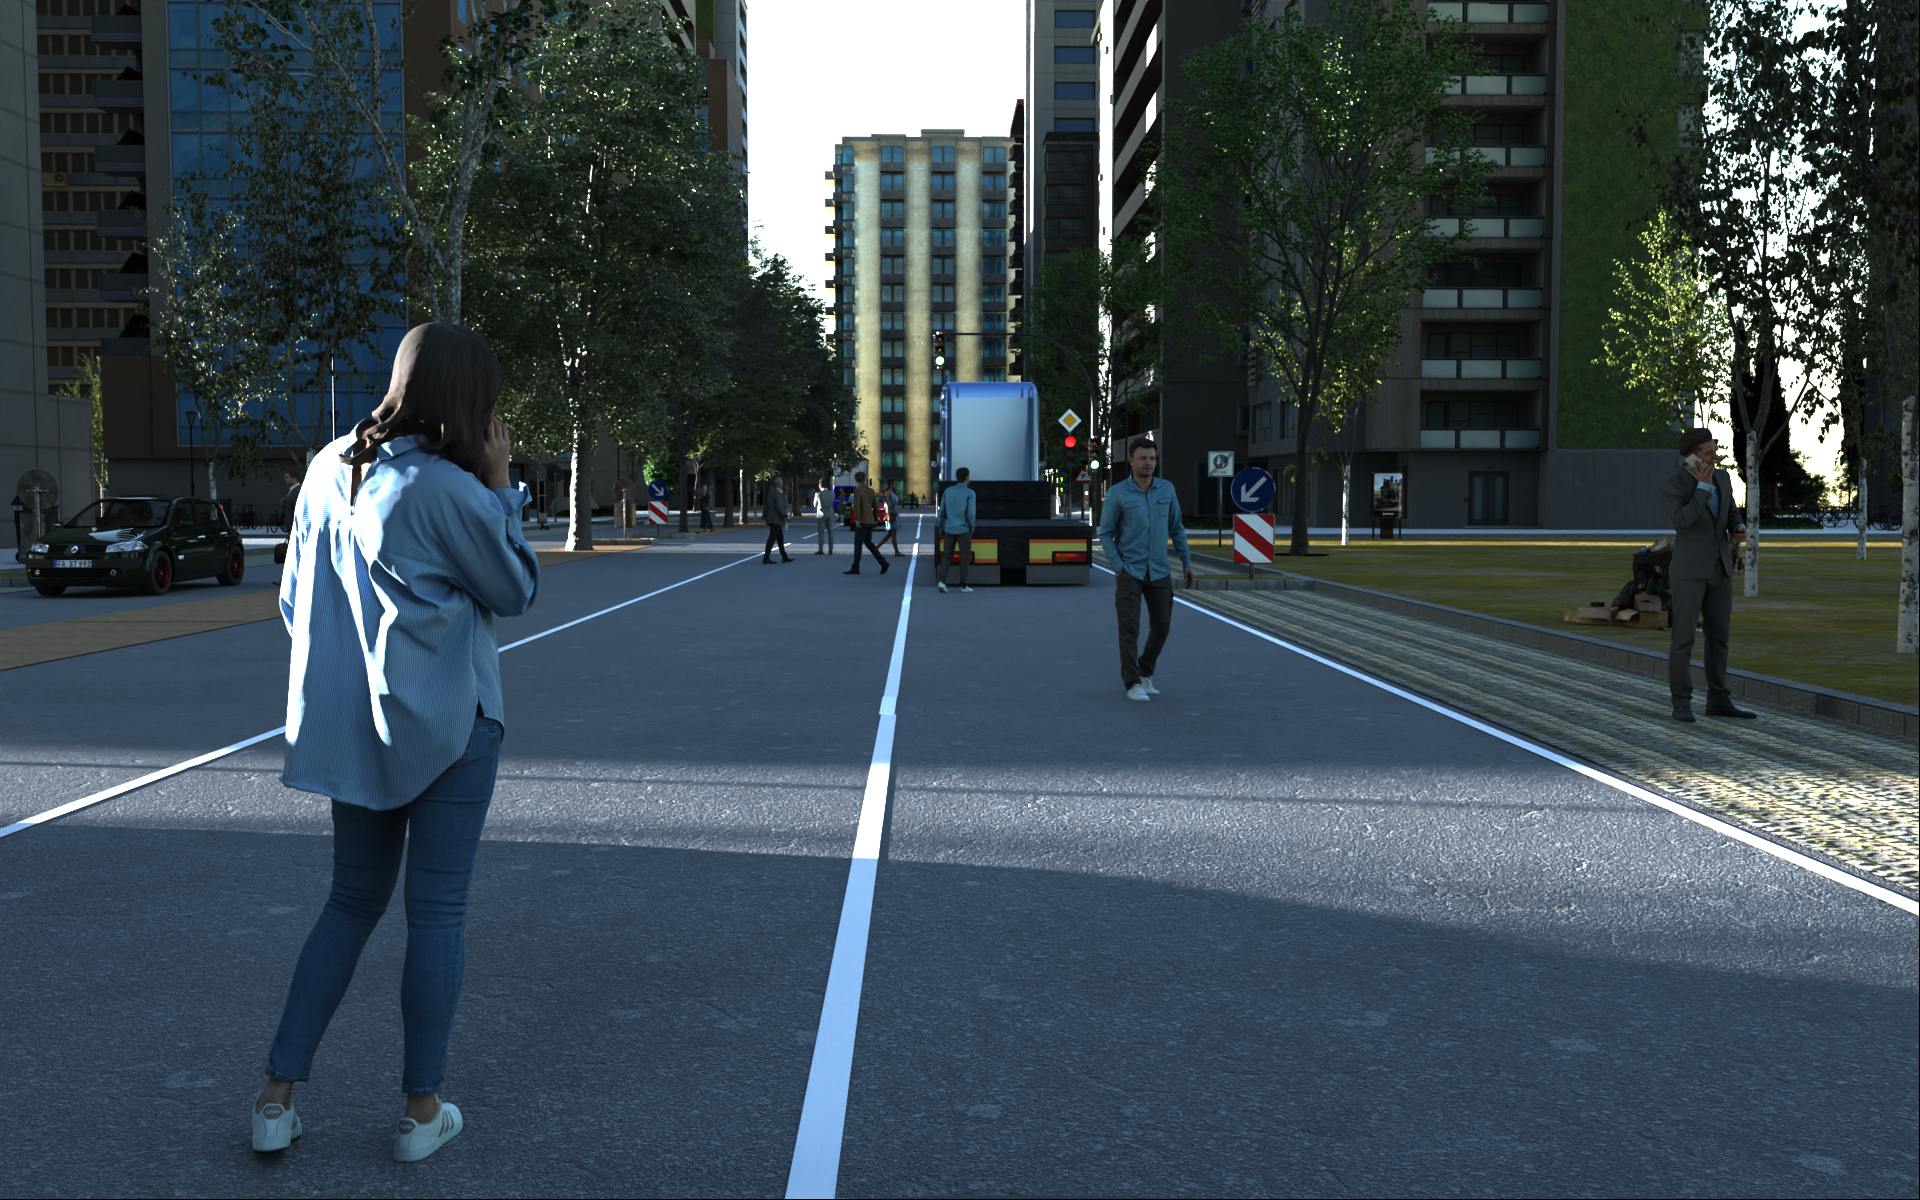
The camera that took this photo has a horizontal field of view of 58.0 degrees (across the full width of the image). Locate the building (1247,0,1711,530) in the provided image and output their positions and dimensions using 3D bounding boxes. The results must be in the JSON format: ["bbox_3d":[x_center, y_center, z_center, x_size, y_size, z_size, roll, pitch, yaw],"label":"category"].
[{"bbox_3d":[19.454,-23.494,67.719,14.086,41.232,14.154,0,4,-1],"label":"building"}]

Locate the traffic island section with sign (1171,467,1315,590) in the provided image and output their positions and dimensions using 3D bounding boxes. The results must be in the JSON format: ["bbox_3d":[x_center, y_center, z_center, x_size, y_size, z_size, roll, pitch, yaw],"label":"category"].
[{"bbox_3d":[4.240,-1.095,26.533,1.989,1.847,2.006,0,4,-1],"label":"traffic island section with sign"}]

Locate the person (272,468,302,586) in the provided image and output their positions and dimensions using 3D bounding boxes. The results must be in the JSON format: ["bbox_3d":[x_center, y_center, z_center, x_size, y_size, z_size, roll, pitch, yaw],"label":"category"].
[{"bbox_3d":[-10.216,-1.117,26.732,0.822,1.834,0.622,-3,4,-36],"label":"person"}]

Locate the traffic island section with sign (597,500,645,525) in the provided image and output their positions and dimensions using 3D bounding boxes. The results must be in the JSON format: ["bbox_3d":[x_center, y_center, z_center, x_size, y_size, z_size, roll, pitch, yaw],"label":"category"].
[{"bbox_3d":[-15.894,-4.451,81.402,1.989,1.847,2.006,0,4,-1],"label":"traffic island section with sign"}]

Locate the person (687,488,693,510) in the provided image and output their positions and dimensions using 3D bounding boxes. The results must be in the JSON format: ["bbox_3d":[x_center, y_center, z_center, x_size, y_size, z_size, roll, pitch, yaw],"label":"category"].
[{"bbox_3d":[-21.794,-8.136,139.521,0.568,1.767,0.683,1,4,21],"label":"person"}]

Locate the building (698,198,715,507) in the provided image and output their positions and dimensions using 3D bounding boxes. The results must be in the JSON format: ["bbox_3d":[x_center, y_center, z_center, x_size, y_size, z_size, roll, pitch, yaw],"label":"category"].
[{"bbox_3d":[-30.853,-23.831,161.343,14.160,30.474,14.107,0,4,-1],"label":"building"}]

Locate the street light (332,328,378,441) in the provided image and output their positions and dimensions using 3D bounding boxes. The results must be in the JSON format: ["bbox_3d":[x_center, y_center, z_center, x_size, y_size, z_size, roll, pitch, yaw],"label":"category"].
[{"bbox_3d":[-16.931,-4.640,48.412,1.470,5.913,1.316,0,4,-1],"label":"street light"}]

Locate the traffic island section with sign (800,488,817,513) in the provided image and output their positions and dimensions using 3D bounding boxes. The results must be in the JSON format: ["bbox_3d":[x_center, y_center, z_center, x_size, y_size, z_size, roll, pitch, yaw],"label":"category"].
[{"bbox_3d":[-11.277,-7.550,131.576,2.006,1.907,1.989,0,4,-1],"label":"traffic island section with sign"}]

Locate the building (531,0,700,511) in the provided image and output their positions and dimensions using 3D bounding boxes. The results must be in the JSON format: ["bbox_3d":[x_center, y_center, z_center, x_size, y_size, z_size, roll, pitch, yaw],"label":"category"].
[{"bbox_3d":[-33.682,-31.743,142.699,21.300,48.544,21.600,0,4,-1],"label":"building"}]

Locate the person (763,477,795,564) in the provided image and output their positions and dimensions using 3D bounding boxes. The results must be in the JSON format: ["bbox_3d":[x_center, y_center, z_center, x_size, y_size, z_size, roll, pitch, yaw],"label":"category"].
[{"bbox_3d":[-3.721,-1.643,35.757,0.834,1.777,0.661,-3,4,-36],"label":"person"}]

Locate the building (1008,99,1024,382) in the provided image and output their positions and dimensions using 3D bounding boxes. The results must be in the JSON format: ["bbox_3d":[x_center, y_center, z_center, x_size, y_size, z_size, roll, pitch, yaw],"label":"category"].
[{"bbox_3d":[16.610,-32.782,190.602,22.147,44.769,28.867,0,4,-1],"label":"building"}]

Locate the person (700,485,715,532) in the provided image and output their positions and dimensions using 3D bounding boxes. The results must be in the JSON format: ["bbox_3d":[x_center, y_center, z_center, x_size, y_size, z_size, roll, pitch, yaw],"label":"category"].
[{"bbox_3d":[-9.513,-3.423,64.882,0.576,1.772,0.534,2,4,28],"label":"person"}]

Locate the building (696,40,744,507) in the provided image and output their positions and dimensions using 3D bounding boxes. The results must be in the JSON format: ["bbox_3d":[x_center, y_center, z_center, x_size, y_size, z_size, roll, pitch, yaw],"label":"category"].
[{"bbox_3d":[-29.565,-32.141,175.618,14.600,45.320,14.200,0,4,-1],"label":"building"}]

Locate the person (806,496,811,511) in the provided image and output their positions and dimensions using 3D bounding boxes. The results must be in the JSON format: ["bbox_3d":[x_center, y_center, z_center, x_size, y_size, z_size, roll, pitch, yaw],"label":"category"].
[{"bbox_3d":[-12.886,-8.358,148.346,0.799,1.438,0.628,2,4,25],"label":"person"}]

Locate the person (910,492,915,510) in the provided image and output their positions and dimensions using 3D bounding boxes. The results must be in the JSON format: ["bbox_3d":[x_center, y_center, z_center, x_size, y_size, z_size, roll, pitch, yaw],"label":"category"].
[{"bbox_3d":[-4.203,-8.770,153.352,0.415,1.643,0.593,0,4,0],"label":"person"}]

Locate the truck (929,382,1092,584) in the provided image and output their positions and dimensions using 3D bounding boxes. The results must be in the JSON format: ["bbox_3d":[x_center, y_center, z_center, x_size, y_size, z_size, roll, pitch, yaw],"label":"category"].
[{"bbox_3d":[0.756,-2.817,35.818,2.967,4.110,18.799,0,4,0],"label":"truck"}]

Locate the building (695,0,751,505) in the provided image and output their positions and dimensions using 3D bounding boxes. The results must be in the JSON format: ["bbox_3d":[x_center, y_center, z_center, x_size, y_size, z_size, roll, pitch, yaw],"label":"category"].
[{"bbox_3d":[-37.982,-39.793,192.615,28.212,58.520,21.231,0,4,-1],"label":"building"}]

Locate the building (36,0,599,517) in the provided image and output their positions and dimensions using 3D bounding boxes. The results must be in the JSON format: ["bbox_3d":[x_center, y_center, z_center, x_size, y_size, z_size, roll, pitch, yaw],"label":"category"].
[{"bbox_3d":[-38.917,-25.055,101.529,32.217,40.220,23.993,0,4,-1],"label":"building"}]

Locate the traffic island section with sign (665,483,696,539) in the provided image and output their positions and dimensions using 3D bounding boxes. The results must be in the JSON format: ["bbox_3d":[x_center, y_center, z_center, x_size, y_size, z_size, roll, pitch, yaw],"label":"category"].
[{"bbox_3d":[-9.738,-2.955,56.453,2.006,1.907,1.989,0,4,-1],"label":"traffic island section with sign"}]

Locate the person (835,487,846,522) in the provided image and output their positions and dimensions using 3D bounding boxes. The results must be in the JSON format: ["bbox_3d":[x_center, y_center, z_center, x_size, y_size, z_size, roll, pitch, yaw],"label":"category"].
[{"bbox_3d":[-6.066,-4.889,88.544,0.767,1.812,0.694,-1,4,-14],"label":"person"}]

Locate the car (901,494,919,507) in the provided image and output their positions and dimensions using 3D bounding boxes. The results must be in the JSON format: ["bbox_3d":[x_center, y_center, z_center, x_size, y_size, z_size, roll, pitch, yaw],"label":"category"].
[{"bbox_3d":[-5.353,-10.861,186.368,1.959,1.807,4.718,0,4,-2],"label":"car"}]

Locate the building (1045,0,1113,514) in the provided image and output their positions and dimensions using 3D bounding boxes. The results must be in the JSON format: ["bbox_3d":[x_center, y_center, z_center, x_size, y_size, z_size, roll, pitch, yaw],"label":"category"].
[{"bbox_3d":[22.451,-26.192,120.114,32.217,40.220,23.993,0,4,-1],"label":"building"}]

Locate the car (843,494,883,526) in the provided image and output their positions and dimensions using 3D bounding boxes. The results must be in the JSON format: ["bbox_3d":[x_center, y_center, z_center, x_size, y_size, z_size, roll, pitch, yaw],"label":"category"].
[{"bbox_3d":[-4.387,-4.296,79.038,1.959,1.807,4.718,0,4,-2],"label":"car"}]

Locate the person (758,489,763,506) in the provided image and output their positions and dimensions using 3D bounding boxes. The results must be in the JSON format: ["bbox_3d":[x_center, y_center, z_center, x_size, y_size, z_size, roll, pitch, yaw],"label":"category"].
[{"bbox_3d":[-21.706,-11.218,189.087,1.348,1.869,0.705,3,5,40],"label":"person"}]

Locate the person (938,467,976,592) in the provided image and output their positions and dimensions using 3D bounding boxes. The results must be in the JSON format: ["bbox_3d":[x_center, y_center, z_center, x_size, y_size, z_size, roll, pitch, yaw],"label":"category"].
[{"bbox_3d":[-0.072,-1.024,25.255,0.660,1.820,0.620,2,4,27],"label":"person"}]

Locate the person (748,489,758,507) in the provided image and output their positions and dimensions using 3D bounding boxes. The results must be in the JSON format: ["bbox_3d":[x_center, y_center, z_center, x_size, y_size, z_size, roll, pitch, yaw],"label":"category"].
[{"bbox_3d":[-20.080,-9.857,167.730,1.217,1.766,0.721,-1,4,-15],"label":"person"}]

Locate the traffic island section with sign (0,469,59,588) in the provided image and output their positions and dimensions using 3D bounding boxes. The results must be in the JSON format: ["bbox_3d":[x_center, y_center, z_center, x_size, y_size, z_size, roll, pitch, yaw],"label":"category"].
[{"bbox_3d":[-14.792,-1.142,27.301,1.989,1.847,2.006,0,4,-1],"label":"traffic island section with sign"}]

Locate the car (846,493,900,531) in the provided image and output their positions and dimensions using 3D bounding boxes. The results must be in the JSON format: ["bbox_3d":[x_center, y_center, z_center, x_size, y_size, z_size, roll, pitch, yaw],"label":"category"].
[{"bbox_3d":[-3.428,-3.623,68.270,2.155,1.783,4.494,0,4,-3],"label":"car"}]

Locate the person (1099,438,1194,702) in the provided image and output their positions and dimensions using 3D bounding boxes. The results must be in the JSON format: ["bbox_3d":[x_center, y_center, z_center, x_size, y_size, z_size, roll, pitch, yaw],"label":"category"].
[{"bbox_3d":[1.285,-0.225,12.200,0.660,1.820,0.620,-1,4,-21],"label":"person"}]

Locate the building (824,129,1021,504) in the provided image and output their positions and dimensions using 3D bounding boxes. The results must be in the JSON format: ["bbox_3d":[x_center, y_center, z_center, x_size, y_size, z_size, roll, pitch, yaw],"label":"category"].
[{"bbox_3d":[-2.391,-37.327,229.897,30.456,49.044,23.786,0,4,-1],"label":"building"}]

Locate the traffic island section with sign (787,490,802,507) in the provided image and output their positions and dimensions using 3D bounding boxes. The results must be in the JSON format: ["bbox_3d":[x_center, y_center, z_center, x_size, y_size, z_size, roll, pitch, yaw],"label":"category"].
[{"bbox_3d":[-18.030,-10.870,186.353,1.989,1.847,2.006,0,4,-1],"label":"traffic island section with sign"}]

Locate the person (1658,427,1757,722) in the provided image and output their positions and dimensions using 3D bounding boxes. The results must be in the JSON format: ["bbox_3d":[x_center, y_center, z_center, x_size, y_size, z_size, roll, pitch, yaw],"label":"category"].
[{"bbox_3d":[4.736,-0.159,10.905,0.655,1.846,0.447,-1,4,-21],"label":"person"}]

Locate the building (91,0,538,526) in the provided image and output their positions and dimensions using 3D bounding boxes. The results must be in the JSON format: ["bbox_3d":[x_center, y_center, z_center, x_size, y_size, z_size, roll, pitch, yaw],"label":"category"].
[{"bbox_3d":[-26.980,-25.960,74.564,14.600,45.320,14.200,0,4,-1],"label":"building"}]

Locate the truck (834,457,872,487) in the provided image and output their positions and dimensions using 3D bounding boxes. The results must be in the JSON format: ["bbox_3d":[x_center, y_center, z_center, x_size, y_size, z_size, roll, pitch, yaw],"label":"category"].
[{"bbox_3d":[-8.575,-9.132,138.223,2.839,4.237,11.283,0,4,-1],"label":"truck"}]

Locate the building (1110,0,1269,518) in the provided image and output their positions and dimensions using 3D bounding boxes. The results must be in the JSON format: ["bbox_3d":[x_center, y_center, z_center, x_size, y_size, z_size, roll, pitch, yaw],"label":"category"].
[{"bbox_3d":[19.167,-28.165,84.201,21.300,48.544,21.600,0,4,-1],"label":"building"}]

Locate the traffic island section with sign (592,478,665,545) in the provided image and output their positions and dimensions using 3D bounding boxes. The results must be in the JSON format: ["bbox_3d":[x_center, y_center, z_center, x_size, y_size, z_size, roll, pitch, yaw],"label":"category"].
[{"bbox_3d":[-9.597,-2.502,49.047,2.006,1.907,1.989,0,4,-1],"label":"traffic island section with sign"}]

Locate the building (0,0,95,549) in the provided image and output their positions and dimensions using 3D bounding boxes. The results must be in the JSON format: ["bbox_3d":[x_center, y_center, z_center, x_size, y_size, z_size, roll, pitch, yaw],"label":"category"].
[{"bbox_3d":[-32.515,-36.338,32.374,20.611,71.187,20.563,0,4,-1],"label":"building"}]

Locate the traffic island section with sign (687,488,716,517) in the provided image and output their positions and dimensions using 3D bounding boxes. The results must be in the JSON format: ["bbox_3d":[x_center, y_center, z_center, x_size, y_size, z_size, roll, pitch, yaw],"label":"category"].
[{"bbox_3d":[-16.456,-6.146,109.111,1.989,1.847,2.006,0,4,-1],"label":"traffic island section with sign"}]

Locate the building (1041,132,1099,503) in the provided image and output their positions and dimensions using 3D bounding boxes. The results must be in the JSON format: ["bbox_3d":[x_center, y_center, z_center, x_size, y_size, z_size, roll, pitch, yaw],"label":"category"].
[{"bbox_3d":[13.491,-22.609,141.358,14.160,30.474,14.107,0,4,-1],"label":"building"}]

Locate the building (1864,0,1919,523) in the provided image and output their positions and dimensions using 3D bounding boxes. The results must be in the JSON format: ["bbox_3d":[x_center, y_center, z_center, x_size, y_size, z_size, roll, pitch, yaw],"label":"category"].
[{"bbox_3d":[55.711,-32.274,69.677,28.212,58.520,21.231,0,4,-1],"label":"building"}]

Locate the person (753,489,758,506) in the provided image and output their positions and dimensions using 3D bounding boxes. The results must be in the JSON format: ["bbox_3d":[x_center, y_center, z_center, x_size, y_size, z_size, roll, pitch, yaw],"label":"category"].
[{"bbox_3d":[-21.595,-10.781,181.937,0.705,1.869,1.348,-2,4,-34],"label":"person"}]

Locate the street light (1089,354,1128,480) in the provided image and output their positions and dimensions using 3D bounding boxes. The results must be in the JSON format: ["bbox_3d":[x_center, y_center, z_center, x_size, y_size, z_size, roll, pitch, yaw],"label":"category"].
[{"bbox_3d":[4.997,-5.207,57.668,1.470,5.913,1.316,0,4,-1],"label":"street light"}]

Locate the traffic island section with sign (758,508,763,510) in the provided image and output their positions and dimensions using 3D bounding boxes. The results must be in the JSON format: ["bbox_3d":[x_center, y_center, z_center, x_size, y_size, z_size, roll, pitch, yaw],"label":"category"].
[{"bbox_3d":[-17.473,-9.207,159.169,1.989,1.847,2.006,0,4,-1],"label":"traffic island section with sign"}]

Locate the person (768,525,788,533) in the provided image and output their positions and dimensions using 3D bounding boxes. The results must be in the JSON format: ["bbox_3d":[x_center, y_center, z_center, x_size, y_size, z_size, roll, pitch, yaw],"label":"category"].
[{"bbox_3d":[-6.688,-3.323,63.589,0.760,1.731,0.466,0,4,4],"label":"person"}]

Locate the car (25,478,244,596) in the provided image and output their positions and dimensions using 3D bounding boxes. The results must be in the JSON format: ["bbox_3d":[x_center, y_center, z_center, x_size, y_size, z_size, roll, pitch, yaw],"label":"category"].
[{"bbox_3d":[-12.129,-0.971,25.665,2.009,1.686,4.222,0,4,-1],"label":"car"}]

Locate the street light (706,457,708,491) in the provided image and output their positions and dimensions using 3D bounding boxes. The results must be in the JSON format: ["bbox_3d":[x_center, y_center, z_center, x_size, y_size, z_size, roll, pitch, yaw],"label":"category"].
[{"bbox_3d":[-18.611,-9.695,131.056,1.470,5.913,1.316,0,4,-1],"label":"street light"}]

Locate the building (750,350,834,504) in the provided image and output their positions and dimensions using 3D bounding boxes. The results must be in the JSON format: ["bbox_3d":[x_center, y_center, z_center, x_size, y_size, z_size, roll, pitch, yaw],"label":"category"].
[{"bbox_3d":[-32.094,-23.648,231.680,28.899,21.520,27.650,0,4,-1],"label":"building"}]

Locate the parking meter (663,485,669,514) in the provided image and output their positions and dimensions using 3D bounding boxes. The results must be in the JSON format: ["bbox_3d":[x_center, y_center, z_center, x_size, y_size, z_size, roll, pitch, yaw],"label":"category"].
[{"bbox_3d":[-18.988,-6.475,111.575,0.399,1.863,0.255,-1,4,-15],"label":"parking meter"}]

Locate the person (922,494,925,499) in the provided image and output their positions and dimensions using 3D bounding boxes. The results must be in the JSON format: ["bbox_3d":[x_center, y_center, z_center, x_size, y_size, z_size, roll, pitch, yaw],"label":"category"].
[{"bbox_3d":[-4.331,-11.903,206.348,0.421,1.427,0.697,0,4,-3],"label":"person"}]

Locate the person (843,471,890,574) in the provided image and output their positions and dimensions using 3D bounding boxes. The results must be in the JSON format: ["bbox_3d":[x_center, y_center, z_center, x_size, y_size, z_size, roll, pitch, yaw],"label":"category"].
[{"bbox_3d":[-1.673,-1.381,30.982,0.836,1.842,0.656,0,4,2],"label":"person"}]

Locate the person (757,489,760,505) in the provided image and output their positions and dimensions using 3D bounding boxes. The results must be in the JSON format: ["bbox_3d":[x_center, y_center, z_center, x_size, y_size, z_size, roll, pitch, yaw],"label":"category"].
[{"bbox_3d":[-22.705,-11.521,194.272,0.599,1.838,0.709,2,4,34],"label":"person"}]

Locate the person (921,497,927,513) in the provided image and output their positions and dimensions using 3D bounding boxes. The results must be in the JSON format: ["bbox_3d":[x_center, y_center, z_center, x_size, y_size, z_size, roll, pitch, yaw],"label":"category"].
[{"bbox_3d":[-2.683,-7.009,128.108,0.505,1.210,0.382,1,4,15],"label":"person"}]

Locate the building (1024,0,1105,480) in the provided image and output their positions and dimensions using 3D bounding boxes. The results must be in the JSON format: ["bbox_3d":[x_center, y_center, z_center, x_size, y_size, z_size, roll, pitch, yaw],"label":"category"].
[{"bbox_3d":[16.470,-37.901,161.687,21.231,58.520,28.212,0,4,-1],"label":"building"}]

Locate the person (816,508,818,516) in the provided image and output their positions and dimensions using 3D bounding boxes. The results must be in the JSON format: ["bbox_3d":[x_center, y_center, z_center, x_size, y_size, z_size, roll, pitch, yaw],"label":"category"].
[{"bbox_3d":[-6.856,-4.763,86.861,0.782,1.767,0.515,2,4,24],"label":"person"}]
